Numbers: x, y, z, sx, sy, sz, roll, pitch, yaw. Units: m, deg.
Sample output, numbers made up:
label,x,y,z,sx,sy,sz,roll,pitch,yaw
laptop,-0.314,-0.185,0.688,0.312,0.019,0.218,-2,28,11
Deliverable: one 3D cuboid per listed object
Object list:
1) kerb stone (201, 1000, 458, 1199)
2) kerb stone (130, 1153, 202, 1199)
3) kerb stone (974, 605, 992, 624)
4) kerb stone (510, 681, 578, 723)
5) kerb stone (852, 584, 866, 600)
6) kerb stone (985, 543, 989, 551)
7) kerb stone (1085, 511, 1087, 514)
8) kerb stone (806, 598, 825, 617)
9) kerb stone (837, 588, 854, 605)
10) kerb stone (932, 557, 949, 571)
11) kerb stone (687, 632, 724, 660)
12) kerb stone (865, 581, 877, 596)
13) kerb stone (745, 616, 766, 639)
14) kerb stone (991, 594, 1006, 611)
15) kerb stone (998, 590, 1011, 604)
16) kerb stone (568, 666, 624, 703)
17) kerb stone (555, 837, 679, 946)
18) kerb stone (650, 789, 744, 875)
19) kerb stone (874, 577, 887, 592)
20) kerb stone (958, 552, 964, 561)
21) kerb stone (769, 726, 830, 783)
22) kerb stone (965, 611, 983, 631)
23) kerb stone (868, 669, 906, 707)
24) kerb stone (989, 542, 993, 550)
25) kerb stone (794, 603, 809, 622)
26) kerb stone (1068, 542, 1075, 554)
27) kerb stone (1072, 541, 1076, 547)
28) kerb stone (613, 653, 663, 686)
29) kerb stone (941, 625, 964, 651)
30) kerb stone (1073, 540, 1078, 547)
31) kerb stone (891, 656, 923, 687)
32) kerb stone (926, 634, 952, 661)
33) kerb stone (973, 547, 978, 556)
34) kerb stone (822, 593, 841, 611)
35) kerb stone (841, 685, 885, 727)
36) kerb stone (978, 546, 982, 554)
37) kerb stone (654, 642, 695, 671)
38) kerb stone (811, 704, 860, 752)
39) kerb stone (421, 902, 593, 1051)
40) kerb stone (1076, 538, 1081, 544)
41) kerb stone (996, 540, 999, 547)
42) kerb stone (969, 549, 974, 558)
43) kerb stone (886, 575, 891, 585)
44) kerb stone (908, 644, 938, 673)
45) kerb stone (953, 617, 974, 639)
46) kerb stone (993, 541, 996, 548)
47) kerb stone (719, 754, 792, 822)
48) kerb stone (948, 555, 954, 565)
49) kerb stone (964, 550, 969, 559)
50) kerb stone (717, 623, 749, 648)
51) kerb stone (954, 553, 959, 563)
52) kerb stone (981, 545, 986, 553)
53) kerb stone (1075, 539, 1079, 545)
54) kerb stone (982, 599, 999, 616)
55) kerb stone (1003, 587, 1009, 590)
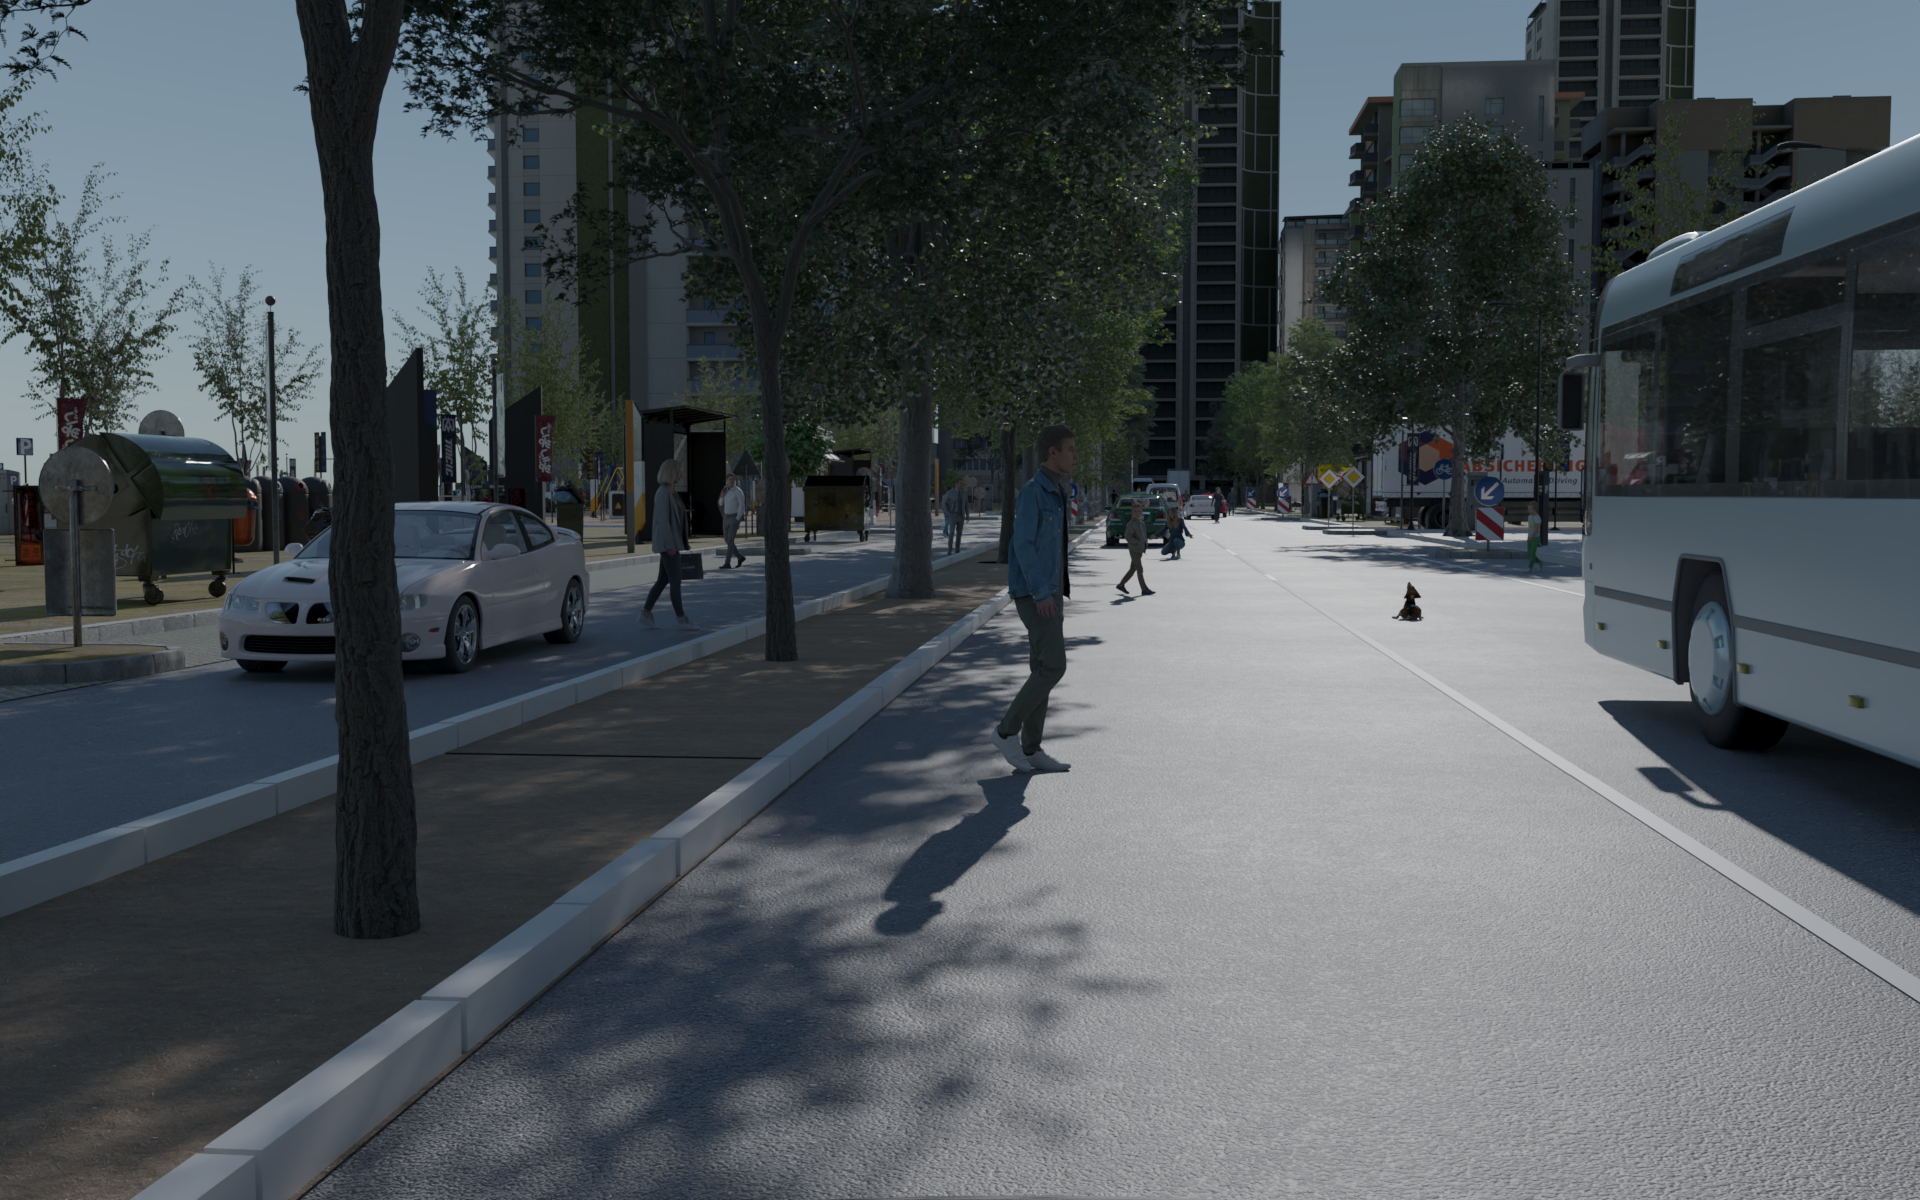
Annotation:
label,x,y,z,sx,sy,sz,roll,pitch,yaw
kerb stone,-1.374,1.120,3.896,0.120,0.150,1.000,0,4,6
kerb stone,-1.481,1.185,2.879,0.120,0.150,1.000,0,4,6
kerb stone,0.220,0.187,19.181,0.120,0.150,1.000,0,4,6
kerb stone,-2.720,0.670,11.248,0.120,0.150,1.000,0,4,6
kerb stone,-1.446,-0.079,23.487,0.120,0.150,1.000,0,4,6
kerb stone,0.560,-1.263,42.843,0.120,0.150,1.000,0,4,6
kerb stone,9.831,-6.727,132.173,0.120,0.150,1.000,0,4,6
kerb stone,-1.769,0.108,20.428,0.120,0.150,1.000,0,4,6
kerb stone,-1.555,-0.016,22.465,0.120,0.150,1.000,0,4,6
kerb stone,-0.386,-0.703,33.688,0.120,0.150,1.000,0,4,6
kerb stone,-2.288,0.420,15.336,0.120,0.150,1.000,0,4,6
kerb stone,-1.339,-0.138,24.508,0.120,0.150,1.000,0,4,6
kerb stone,-2.081,0.295,17.369,0.120,0.150,1.000,0,4,6
kerb stone,0.430,0.067,21.219,0.120,0.150,1.000,0,4,6
kerb stone,0.531,0.001,22.236,0.120,0.150,1.000,0,4,6
kerb stone,-2.607,0.608,12.276,0.120,0.150,1.000,0,4,6
kerb stone,-1.165,0.994,5.936,0.120,0.150,1.000,0,4,6
kerb stone,-1.050,0.932,6.961,0.120,0.150,1.000,0,4,6
kerb stone,-1.238,-0.204,25.524,0.120,0.150,1.000,0,4,6
kerb stone,-0.069,-0.889,36.737,0.120,0.150,1.000,0,4,6
kerb stone,-0.839,0.807,8.993,0.120,0.150,1.000,0,4,6
kerb stone,0.113,0.247,18.164,0.120,0.150,1.000,0,4,6
kerb stone,-0.523,0.621,12.043,0.120,0.150,1.000,0,4,6
kerb stone,0.668,-1.325,43.860,0.120,0.150,1.000,0,4,6
kerb stone,-1.870,0.171,19.407,0.120,0.150,1.000,0,4,6
kerb stone,2.755,-1.305,43.626,0.120,0.150,1.000,0,4,6
kerb stone,2.853,-1.370,44.643,0.120,0.150,1.000,0,4,6
kerb stone,-2.498,0.544,13.299,0.120,0.150,1.000,0,4,6
kerb stone,-0.097,0.373,16.125,0.120,0.150,1.000,0,4,6
kerb stone,2.966,-1.435,45.664,0.120,0.150,1.000,0,4,6
kerb stone,-0.421,0.562,13.060,0.120,0.150,1.000,0,4,6
kerb stone,-0.209,0.433,15.109,0.120,0.150,1.000,0,4,6
kerb stone,0.244,-1.076,39.787,0.120,0.150,1.000,0,4,6
kerb stone,-1.656,0.046,21.448,0.120,0.150,1.000,0,4,6
kerb stone,-0.630,0.688,11.027,0.120,0.150,1.000,0,4,6
kerb stone,0.354,-1.138,40.807,0.120,0.150,1.000,0,4,6
kerb stone,-2.397,0.485,14.320,0.120,0.150,1.000,0,4,6
kerb stone,-0.731,0.749,10.010,0.120,0.150,1.000,0,4,6
kerb stone,-1.265,1.057,4.919,0.120,0.150,1.000,0,4,6
kerb stone,3.177,-1.558,47.701,0.120,0.150,1.000,0,4,6
kerb stone,0.874,-1.447,45.893,0.120,0.150,1.000,0,4,6
kerb stone,0.147,-1.011,38.770,0.120,0.150,1.000,0,4,6
kerb stone,-1.127,-0.267,26.554,0.120,0.150,1.000,0,4,6
kerb stone,-0.316,0.496,14.092,0.120,0.150,1.000,0,4,6
kerb stone,0.005,0.309,17.144,0.120,0.150,1.000,0,4,6
kerb stone,0.766,-1.387,44.877,0.120,0.150,1.000,0,4,6
kerb stone,-0.946,0.871,7.977,0.120,0.150,1.000,0,4,6
kerb stone,-0.289,-0.765,34.705,0.120,0.150,1.000,0,4,6
kerb stone,0.034,-0.952,37.754,0.120,0.150,1.000,0,4,6
kerb stone,-2.189,0.357,16.353,0.120,0.150,1.000,0,4,6
kerb stone,-0.178,-0.825,35.721,0.120,0.150,1.000,0,4,6
kerb stone,0.454,-1.201,41.826,0.120,0.150,1.000,0,4,6
kerb stone,3.074,-1.498,46.681,0.120,0.150,1.000,0,4,6
kerb stone,0.322,0.125,20.198,0.120,0.150,1.000,0,4,6
kerb stone,0.638,-0.063,23.252,0.120,0.150,1.000,0,4,6
